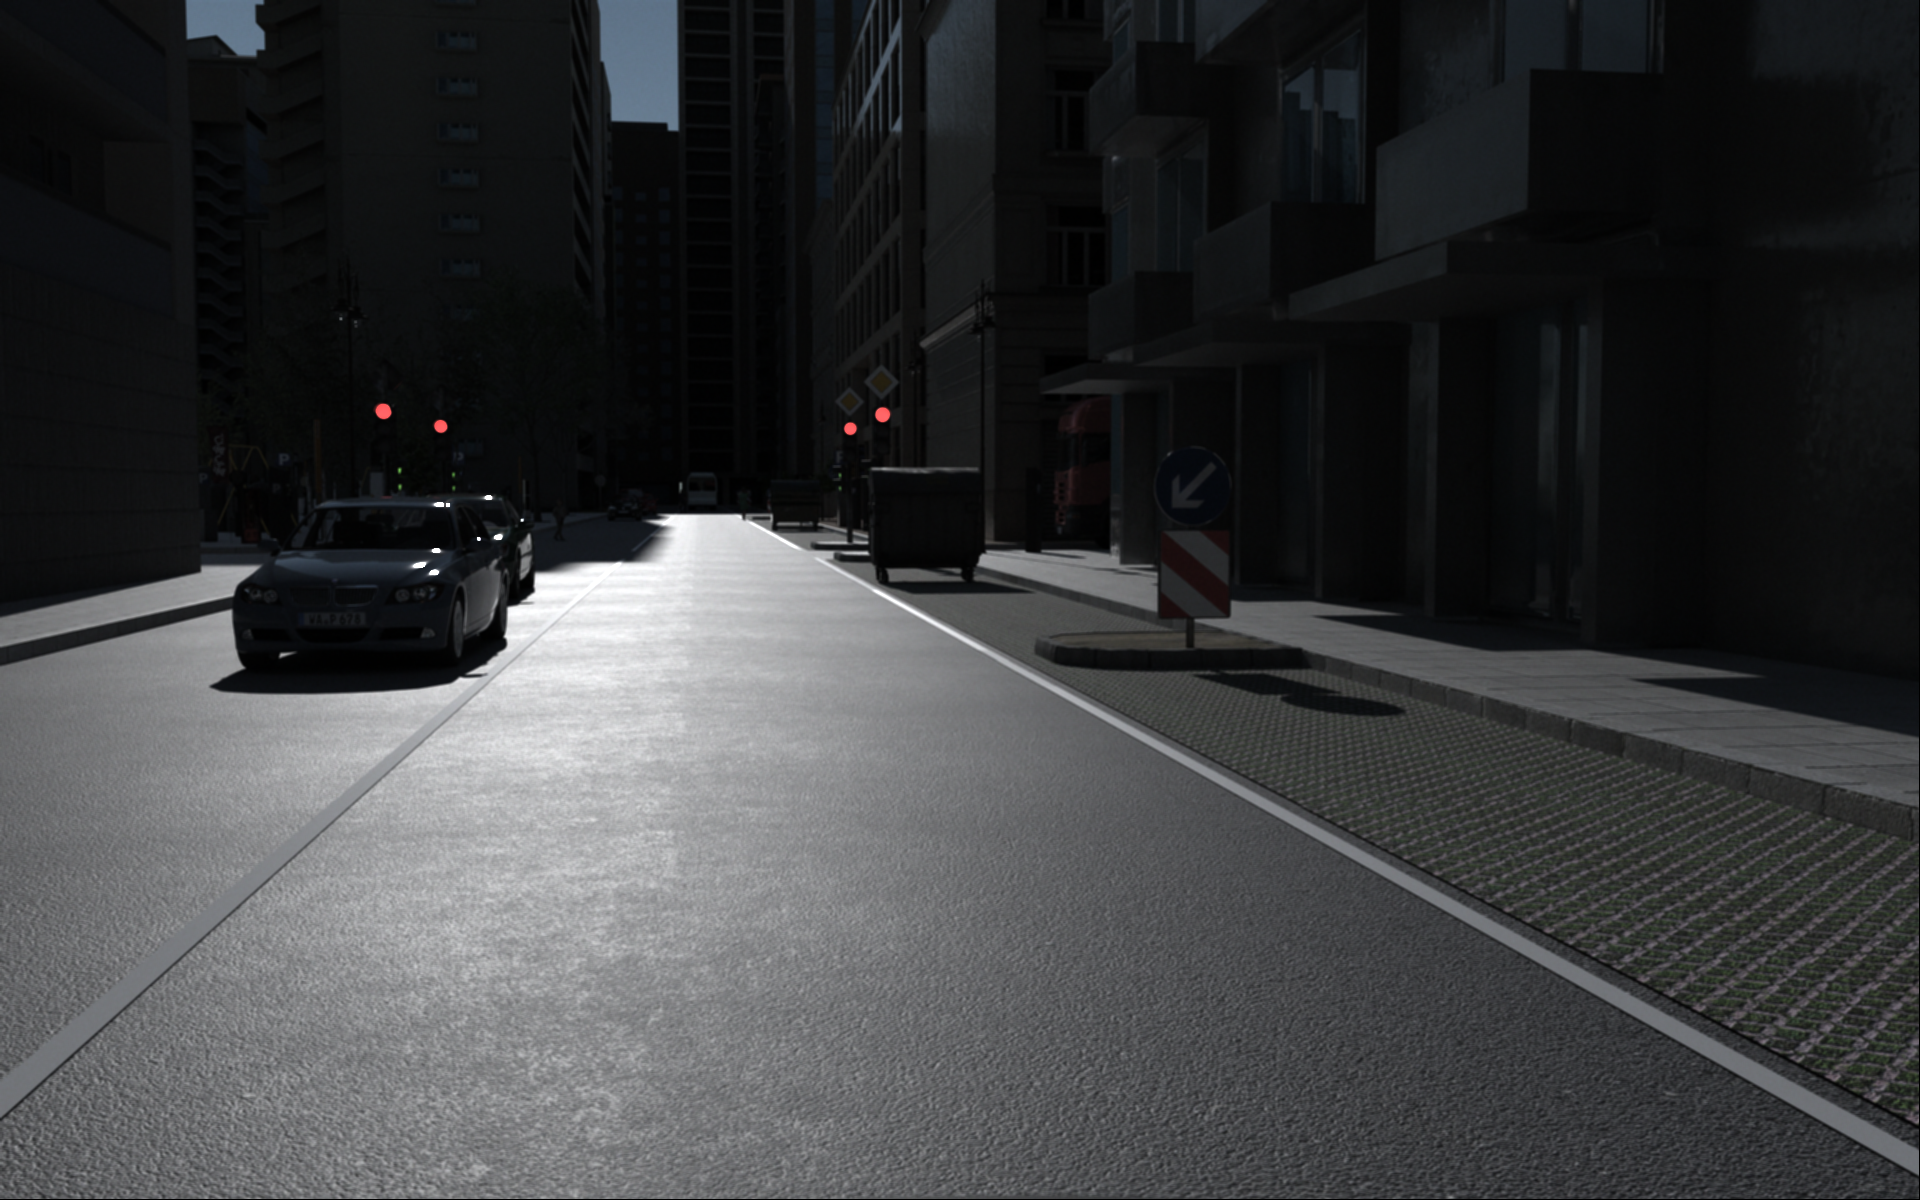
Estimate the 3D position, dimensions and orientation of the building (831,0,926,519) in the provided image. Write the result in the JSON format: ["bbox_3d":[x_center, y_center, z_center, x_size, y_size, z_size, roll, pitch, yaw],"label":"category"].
[{"bbox_3d":[4.760,-17.089,83.918,19.350,26.468,34.151,-1,4,-9],"label":"building"}]

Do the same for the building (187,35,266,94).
[{"bbox_3d":[-77.279,-37.939,209.533,27.495,52.752,28.713,-1,4,-9],"label":"building"}]

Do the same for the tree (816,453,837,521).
[{"bbox_3d":[-6.084,-5.313,81.463,1.663,3.219,1.824,0,3,0],"label":"tree"}]

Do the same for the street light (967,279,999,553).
[{"bbox_3d":[0.488,-3.952,37.401,0.468,5.910,1.993,-1,4,-9],"label":"street light"}]

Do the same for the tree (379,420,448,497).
[{"bbox_3d":[-14.246,-3.114,45.515,1.663,3.219,1.824,0,3,0],"label":"tree"}]

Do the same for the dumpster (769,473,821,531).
[{"bbox_3d":[-6.440,-3.828,67.536,1.985,2.255,1.502,-1,4,-10],"label":"dumpster"}]

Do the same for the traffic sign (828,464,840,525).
[{"bbox_3d":[-5.016,-4.334,70.966,0.768,2.556,0.104,0,4,-3],"label":"traffic sign"}]

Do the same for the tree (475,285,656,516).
[{"bbox_3d":[-23.571,-11.769,102.800,12.009,13.543,11.850,0,3,0],"label":"tree"}]

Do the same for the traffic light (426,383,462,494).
[{"bbox_3d":[-13.051,-3.356,43.794,0.839,4.253,0.868,-1,4,-9],"label":"traffic light"}]

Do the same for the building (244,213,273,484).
[{"bbox_3d":[-65.268,-24.997,180.407,14.107,30.474,14.160,-1,4,-9],"label":"building"}]

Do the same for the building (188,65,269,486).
[{"bbox_3d":[-79.444,-32.304,178.277,14.200,45.320,14.600,-1,4,-9],"label":"building"}]

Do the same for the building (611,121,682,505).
[{"bbox_3d":[-40.681,-34.111,207.820,14.200,45.320,14.600,-1,4,-9],"label":"building"}]

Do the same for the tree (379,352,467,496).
[{"bbox_3d":[-27.988,-8.525,89.751,4.737,8.622,4.395,0,3,0],"label":"tree"}]

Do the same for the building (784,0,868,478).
[{"bbox_3d":[-5.939,-29.402,130.825,14.600,45.320,14.200,-1,4,-9],"label":"building"}]

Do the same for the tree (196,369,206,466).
[{"bbox_3d":[-43.189,-9.092,99.013,4.737,8.622,4.395,0,3,0],"label":"tree"}]

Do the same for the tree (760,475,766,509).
[{"bbox_3d":[-16.597,-9.503,149.972,1.663,3.219,1.824,0,3,0],"label":"tree"}]

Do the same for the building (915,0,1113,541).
[{"bbox_3d":[13.917,-13.596,55.573,30.059,22.955,16.112,-1,4,-9],"label":"building"}]

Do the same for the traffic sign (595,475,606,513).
[{"bbox_3d":[-23.994,-7.061,115.545,0.768,2.556,0.104,0,4,1],"label":"traffic sign"}]

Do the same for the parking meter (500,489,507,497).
[{"bbox_3d":[-23.820,-5.016,90.428,0.372,1.533,0.369,0,3,0],"label":"parking meter"}]

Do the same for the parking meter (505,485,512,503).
[{"bbox_3d":[-29.665,-6.605,113.704,0.399,1.863,0.255,0,4,2],"label":"parking meter"}]

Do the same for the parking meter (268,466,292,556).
[{"bbox_3d":[-14.034,-1.839,35.780,0.399,1.863,0.255,0,4,6],"label":"parking meter"}]

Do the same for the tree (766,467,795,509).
[{"bbox_3d":[-12.289,-7.797,122.076,1.663,3.219,1.824,0,3,0],"label":"tree"}]

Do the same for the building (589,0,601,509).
[{"bbox_3d":[-37.272,-30.254,144.768,14.600,45.320,14.200,-1,4,-9],"label":"building"}]

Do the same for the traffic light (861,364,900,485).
[{"bbox_3d":[-1.716,-2.967,37.438,0.839,4.253,0.868,-1,4,-9],"label":"traffic light"}]

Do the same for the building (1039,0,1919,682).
[{"bbox_3d":[14.364,-24.635,22.392,23.786,49.044,30.456,-1,4,-9],"label":"building"}]

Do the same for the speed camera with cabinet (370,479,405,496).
[{"bbox_3d":[-33.707,-6.586,102.011,2.038,3.252,0.660,1,4,17],"label":"speed camera with cabinet"}]

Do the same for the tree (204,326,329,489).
[{"bbox_3d":[-30.171,-7.737,76.856,4.737,8.622,4.395,0,3,0],"label":"tree"}]

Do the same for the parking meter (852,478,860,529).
[{"bbox_3d":[-3.824,-3.526,63.354,0.399,1.863,0.255,2,4,33],"label":"parking meter"}]

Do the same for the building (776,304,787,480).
[{"bbox_3d":[-1.790,-18.892,153.926,27.650,21.520,28.899,-1,4,-9],"label":"building"}]

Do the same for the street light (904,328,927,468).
[{"bbox_3d":[-1.252,-4.627,48.447,0.468,5.910,1.993,-1,4,-9],"label":"street light"}]

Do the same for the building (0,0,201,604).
[{"bbox_3d":[-25.639,-29.244,20.147,28.212,58.520,21.231,-1,4,-9],"label":"building"}]

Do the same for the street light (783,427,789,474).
[{"bbox_3d":[-12.036,-8.979,119.601,0.468,5.910,1.993,-1,4,-9],"label":"street light"}]

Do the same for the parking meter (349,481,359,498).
[{"bbox_3d":[-28.070,-4.560,80.270,0.399,1.863,0.255,-2,4,-31],"label":"parking meter"}]

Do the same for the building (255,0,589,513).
[{"bbox_3d":[-38.391,-30.737,126.248,21.300,48.544,21.600,-1,4,-9],"label":"building"}]

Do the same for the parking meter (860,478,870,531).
[{"bbox_3d":[-3.133,-3.297,59.624,0.399,1.863,0.255,-3,5,-45],"label":"parking meter"}]

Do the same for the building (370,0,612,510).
[{"bbox_3d":[-47.143,-33.987,179.392,21.600,48.544,21.300,-1,4,-9],"label":"building"}]

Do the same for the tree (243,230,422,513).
[{"bbox_3d":[-17.967,-6.056,49.377,4.360,8.622,3.978,0,3,0],"label":"tree"}]

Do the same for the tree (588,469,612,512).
[{"bbox_3d":[-25.645,-7.934,124.318,1.663,3.219,1.824,0,3,0],"label":"tree"}]

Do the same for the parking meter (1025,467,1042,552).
[{"bbox_3d":[1.624,-1.988,38.213,0.255,1.863,0.399,2,4,25],"label":"parking meter"}]

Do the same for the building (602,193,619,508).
[{"bbox_3d":[-39.054,-23.718,159.488,14.160,30.474,14.107,-1,4,-9],"label":"building"}]

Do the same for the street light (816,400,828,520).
[{"bbox_3d":[-6.686,-6.803,84.018,0.468,5.910,1.993,-1,4,-9],"label":"street light"}]

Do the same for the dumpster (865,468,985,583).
[{"bbox_3d":[-0.588,-1.227,28.272,1.865,1.857,1.264,0,4,-8],"label":"dumpster"}]

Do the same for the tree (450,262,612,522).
[{"bbox_3d":[-19.441,-9.355,78.711,9.928,11.665,9.643,0,3,0],"label":"tree"}]

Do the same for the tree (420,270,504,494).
[{"bbox_3d":[-16.883,-6.526,57.066,4.360,8.622,3.978,0,3,0],"label":"tree"}]

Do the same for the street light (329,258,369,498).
[{"bbox_3d":[-11.985,-3.750,34.103,0.468,5.910,1.993,-1,4,-9],"label":"street light"}]

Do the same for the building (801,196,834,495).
[{"bbox_3d":[-3.696,-16.790,110.675,11.583,22.565,21.152,-1,4,-9],"label":"building"}]

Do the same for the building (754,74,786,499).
[{"bbox_3d":[-10.123,-32.202,181.119,22.147,44.769,28.867,-1,4,-9],"label":"building"}]

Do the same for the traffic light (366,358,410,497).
[{"bbox_3d":[-11.860,-2.873,35.898,0.839,4.253,0.868,-1,4,-9],"label":"traffic light"}]

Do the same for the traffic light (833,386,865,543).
[{"bbox_3d":[-2.906,-3.450,45.334,0.839,4.253,0.868,-1,4,-9],"label":"traffic light"}]
